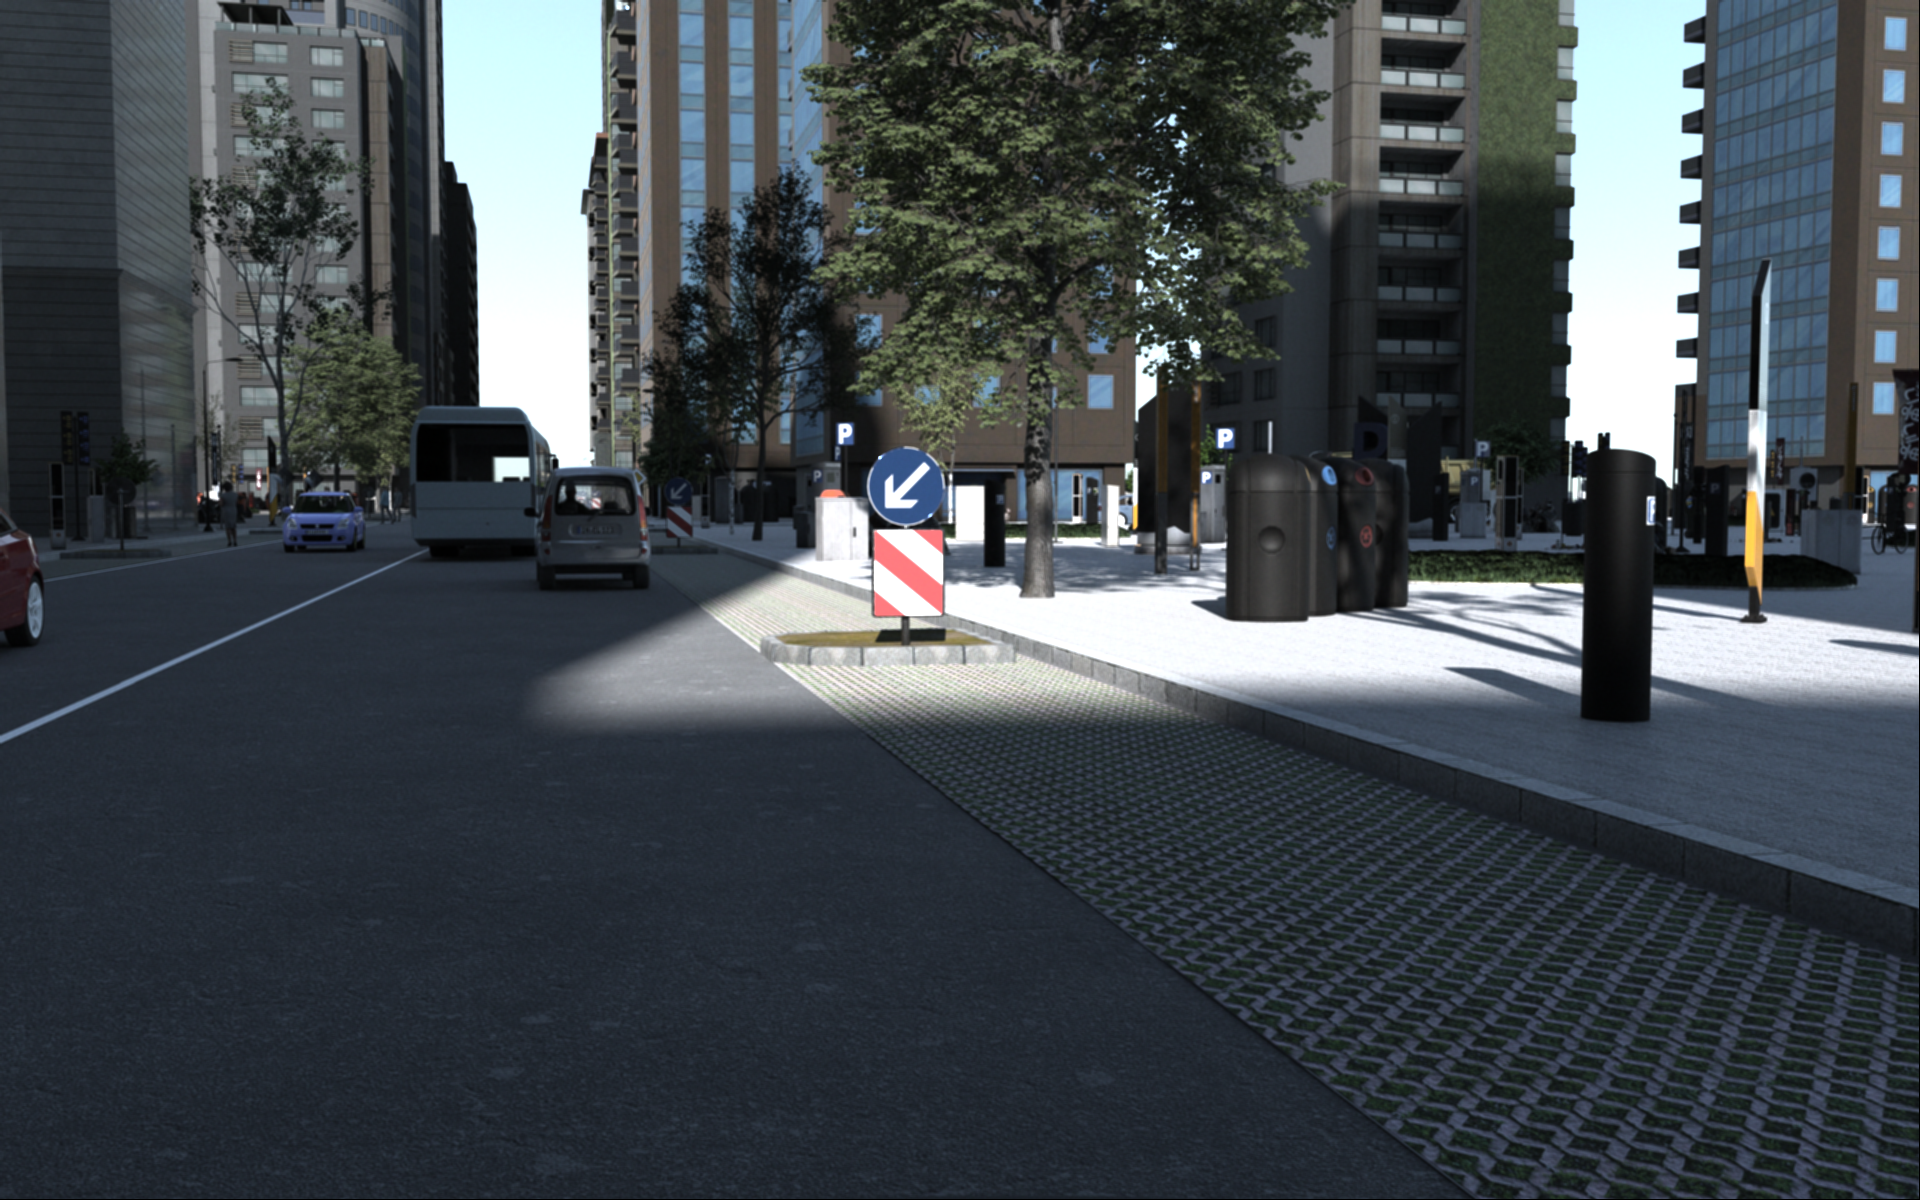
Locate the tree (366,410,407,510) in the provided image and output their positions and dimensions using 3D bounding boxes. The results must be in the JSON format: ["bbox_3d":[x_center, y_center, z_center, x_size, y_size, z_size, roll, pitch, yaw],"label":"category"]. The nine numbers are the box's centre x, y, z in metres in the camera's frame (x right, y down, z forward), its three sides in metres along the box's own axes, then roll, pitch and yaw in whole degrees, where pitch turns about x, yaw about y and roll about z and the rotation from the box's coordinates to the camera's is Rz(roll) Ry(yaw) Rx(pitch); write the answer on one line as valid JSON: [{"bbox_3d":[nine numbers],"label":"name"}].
[{"bbox_3d":[-45.866,-11.505,138.476,4.737,8.622,4.395,0,3,0],"label":"tree"}]

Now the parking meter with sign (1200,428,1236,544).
[{"bbox_3d":[6.550,-2.991,45.170,0.543,3.016,1.738,2,4,35],"label":"parking meter with sign"}]

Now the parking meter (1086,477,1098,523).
[{"bbox_3d":[4.571,-3.311,59.844,0.255,1.863,0.399,-3,4,-36],"label":"parking meter"}]

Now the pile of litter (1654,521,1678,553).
[{"bbox_3d":[13.165,-1.123,32.321,1.176,0.858,1.719,2,4,28],"label":"pile of litter"}]

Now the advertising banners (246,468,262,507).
[{"bbox_3d":[-48.016,-7.403,117.220,2.074,3.025,0.090,1,4,22],"label":"advertising banners"}]

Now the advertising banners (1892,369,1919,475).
[{"bbox_3d":[14.087,-1.721,24.323,2.074,3.025,0.090,0,4,1],"label":"advertising banners"}]

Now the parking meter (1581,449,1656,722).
[{"bbox_3d":[3.751,-0.089,9.871,0.372,1.533,0.369,0,3,0],"label":"parking meter"}]

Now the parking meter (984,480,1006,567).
[{"bbox_3d":[0.612,-1.356,30.589,0.372,1.533,0.369,0,3,0],"label":"parking meter"}]

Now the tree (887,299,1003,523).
[{"bbox_3d":[-0.587,-6.908,63.314,4.737,8.622,4.395,0,3,0],"label":"tree"}]

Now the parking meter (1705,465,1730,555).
[{"bbox_3d":[15.249,-1.786,34.909,0.255,1.863,0.399,-3,5,-41],"label":"parking meter"}]

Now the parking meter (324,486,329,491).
[{"bbox_3d":[-47.957,-7.683,131.327,0.399,1.863,0.255,-1,4,-10],"label":"parking meter"}]

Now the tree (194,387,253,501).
[{"bbox_3d":[-51.706,-10.397,120.359,4.360,8.622,3.978,0,3,0],"label":"tree"}]

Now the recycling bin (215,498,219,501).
[{"bbox_3d":[-53.111,-6.841,124.404,0.722,1.027,0.722,-1,4,-12],"label":"recycling bin"}]

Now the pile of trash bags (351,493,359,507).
[{"bbox_3d":[-38.870,-6.087,109.270,1.912,1.369,3.447,0,4,7],"label":"pile of trash bags"}]

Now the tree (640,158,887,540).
[{"bbox_3d":[-5.270,-6.926,47.653,7.601,10.594,8.767,-1,4,-9],"label":"tree"}]

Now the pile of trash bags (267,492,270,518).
[{"bbox_3d":[-38.558,-5.099,93.129,3.447,1.369,1.912,-2,4,-28],"label":"pile of trash bags"}]

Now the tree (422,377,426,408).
[{"bbox_3d":[-41.361,-12.545,123.232,7.486,12.596,7.792,0,3,0],"label":"tree"}]

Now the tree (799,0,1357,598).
[{"bbox_3d":[1.273,-6.322,21.494,7.486,12.596,7.792,0,3,0],"label":"tree"}]

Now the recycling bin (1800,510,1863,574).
[{"bbox_3d":[14.082,-0.945,28.005,0.722,1.027,0.722,0,4,7],"label":"recycling bin"}]

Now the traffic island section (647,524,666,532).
[{"bbox_3d":[-12.257,-2.667,65.889,2.009,0.180,2.903,-1,4,-13],"label":"traffic island section"}]

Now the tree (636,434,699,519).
[{"bbox_3d":[-14.950,-6.424,88.744,4.285,4.588,4.351,0,3,0],"label":"tree"}]

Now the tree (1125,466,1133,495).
[{"bbox_3d":[11.995,-7.662,119.868,1.663,3.219,1.824,0,3,0],"label":"tree"}]

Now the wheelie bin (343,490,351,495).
[{"bbox_3d":[-50.346,-8.221,142.325,0.693,1.594,0.980,2,4,32],"label":"wheelie bin"}]

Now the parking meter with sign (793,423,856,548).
[{"bbox_3d":[-3.251,-2.779,41.699,0.543,3.016,1.738,2,4,34],"label":"parking meter with sign"}]

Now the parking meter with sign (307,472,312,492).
[{"bbox_3d":[-51.178,-8.546,135.995,0.543,3.016,1.738,0,4,-5],"label":"parking meter with sign"}]

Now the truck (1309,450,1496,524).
[{"bbox_3d":[19.621,-5.005,77.762,9.791,3.379,3.469,-1,4,-11],"label":"truck"}]

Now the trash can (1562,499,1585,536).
[{"bbox_3d":[18.791,-2.528,52.989,0.748,1.137,0.748,0,3,0],"label":"trash can"}]

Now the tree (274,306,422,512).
[{"bbox_3d":[-37.378,-11.421,104.868,7.486,12.596,7.792,0,3,0],"label":"tree"}]

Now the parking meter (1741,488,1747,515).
[{"bbox_3d":[32.998,-3.930,72.661,0.372,1.533,0.369,0,3,0],"label":"parking meter"}]

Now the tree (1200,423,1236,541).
[{"bbox_3d":[6.679,-3.226,47.354,1.663,3.219,1.824,0,3,0],"label":"tree"}]

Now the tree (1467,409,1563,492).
[{"bbox_3d":[21.389,-5.096,67.026,4.285,4.588,4.351,0,3,0],"label":"tree"}]

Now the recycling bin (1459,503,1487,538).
[{"bbox_3d":[14.977,-2.327,50.597,0.722,1.027,0.722,1,4,12],"label":"recycling bin"}]

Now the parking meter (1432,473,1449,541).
[{"bbox_3d":[13.169,-2.554,47.468,0.255,1.863,0.399,-2,4,-33],"label":"parking meter"}]

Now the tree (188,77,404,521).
[{"bbox_3d":[-32.766,-13.782,81.229,12.611,20.169,13.585,0,3,0],"label":"tree"}]

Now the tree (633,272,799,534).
[{"bbox_3d":[-7.250,-6.411,55.184,4.737,8.622,4.395,0,3,0],"label":"tree"}]

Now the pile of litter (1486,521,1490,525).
[{"bbox_3d":[22.329,-3.474,70.771,1.719,0.858,1.176,3,4,39],"label":"pile of litter"}]

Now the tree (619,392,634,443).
[{"bbox_3d":[-13.548,-8.134,83.359,4.737,8.622,4.395,0,3,0],"label":"tree"}]

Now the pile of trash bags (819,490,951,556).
[{"bbox_3d":[-1.746,-1.572,35.449,1.912,1.369,3.447,2,4,32],"label":"pile of trash bags"}]

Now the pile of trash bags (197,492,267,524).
[{"bbox_3d":[-32.660,-4.111,76.962,1.912,1.369,3.447,0,4,4],"label":"pile of trash bags"}]

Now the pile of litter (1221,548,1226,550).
[{"bbox_3d":[6.864,-1.563,39.512,1.719,0.858,1.176,2,4,24],"label":"pile of litter"}]

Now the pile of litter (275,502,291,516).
[{"bbox_3d":[-39.628,-5.373,101.820,1.719,0.858,1.176,2,4,31],"label":"pile of litter"}]

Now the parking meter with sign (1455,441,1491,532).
[{"bbox_3d":[16.935,-3.742,57.446,0.543,3.016,1.738,0,4,-8],"label":"parking meter with sign"}]

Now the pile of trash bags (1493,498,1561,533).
[{"bbox_3d":[18.983,-2.986,58.576,1.912,1.369,3.447,0,4,3],"label":"pile of trash bags"}]

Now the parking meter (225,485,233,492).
[{"bbox_3d":[-45.152,-6.195,107.007,0.255,1.863,0.399,3,5,40],"label":"parking meter"}]

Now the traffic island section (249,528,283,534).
[{"bbox_3d":[-24.566,-2.491,63.013,2.009,0.180,2.903,-1,4,-13],"label":"traffic island section"}]

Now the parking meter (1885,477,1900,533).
[{"bbox_3d":[31.140,-3.184,57.776,0.255,1.863,0.399,-1,4,-17],"label":"parking meter"}]

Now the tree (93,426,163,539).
[{"bbox_3d":[-23.995,-3.363,49.590,1.663,3.219,1.824,0,3,0],"label":"tree"}]

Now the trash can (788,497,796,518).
[{"bbox_3d":[-8.790,-4.925,92.173,0.748,1.137,0.748,0,3,0],"label":"trash can"}]

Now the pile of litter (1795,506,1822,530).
[{"bbox_3d":[30.153,-2.907,61.488,1.719,0.858,1.176,0,4,-6],"label":"pile of litter"}]

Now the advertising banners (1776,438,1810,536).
[{"bbox_3d":[25.572,-3.490,53.250,0.090,3.025,2.074,0,4,-1],"label":"advertising banners"}]

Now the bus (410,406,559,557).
[{"bbox_3d":[-11.564,-2.934,42.836,2.948,3.499,13.247,-1,4,-12],"label":"bus"}]

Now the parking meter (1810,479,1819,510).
[{"bbox_3d":[33.425,-3.797,67.787,0.255,1.863,0.399,2,4,23],"label":"parking meter"}]

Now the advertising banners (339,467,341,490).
[{"bbox_3d":[-41.021,-7.143,112.969,0.090,3.025,2.074,1,4,18],"label":"advertising banners"}]

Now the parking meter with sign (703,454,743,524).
[{"bbox_3d":[-10.176,-4.799,74.730,1.738,3.016,0.543,2,4,23],"label":"parking meter with sign"}]
